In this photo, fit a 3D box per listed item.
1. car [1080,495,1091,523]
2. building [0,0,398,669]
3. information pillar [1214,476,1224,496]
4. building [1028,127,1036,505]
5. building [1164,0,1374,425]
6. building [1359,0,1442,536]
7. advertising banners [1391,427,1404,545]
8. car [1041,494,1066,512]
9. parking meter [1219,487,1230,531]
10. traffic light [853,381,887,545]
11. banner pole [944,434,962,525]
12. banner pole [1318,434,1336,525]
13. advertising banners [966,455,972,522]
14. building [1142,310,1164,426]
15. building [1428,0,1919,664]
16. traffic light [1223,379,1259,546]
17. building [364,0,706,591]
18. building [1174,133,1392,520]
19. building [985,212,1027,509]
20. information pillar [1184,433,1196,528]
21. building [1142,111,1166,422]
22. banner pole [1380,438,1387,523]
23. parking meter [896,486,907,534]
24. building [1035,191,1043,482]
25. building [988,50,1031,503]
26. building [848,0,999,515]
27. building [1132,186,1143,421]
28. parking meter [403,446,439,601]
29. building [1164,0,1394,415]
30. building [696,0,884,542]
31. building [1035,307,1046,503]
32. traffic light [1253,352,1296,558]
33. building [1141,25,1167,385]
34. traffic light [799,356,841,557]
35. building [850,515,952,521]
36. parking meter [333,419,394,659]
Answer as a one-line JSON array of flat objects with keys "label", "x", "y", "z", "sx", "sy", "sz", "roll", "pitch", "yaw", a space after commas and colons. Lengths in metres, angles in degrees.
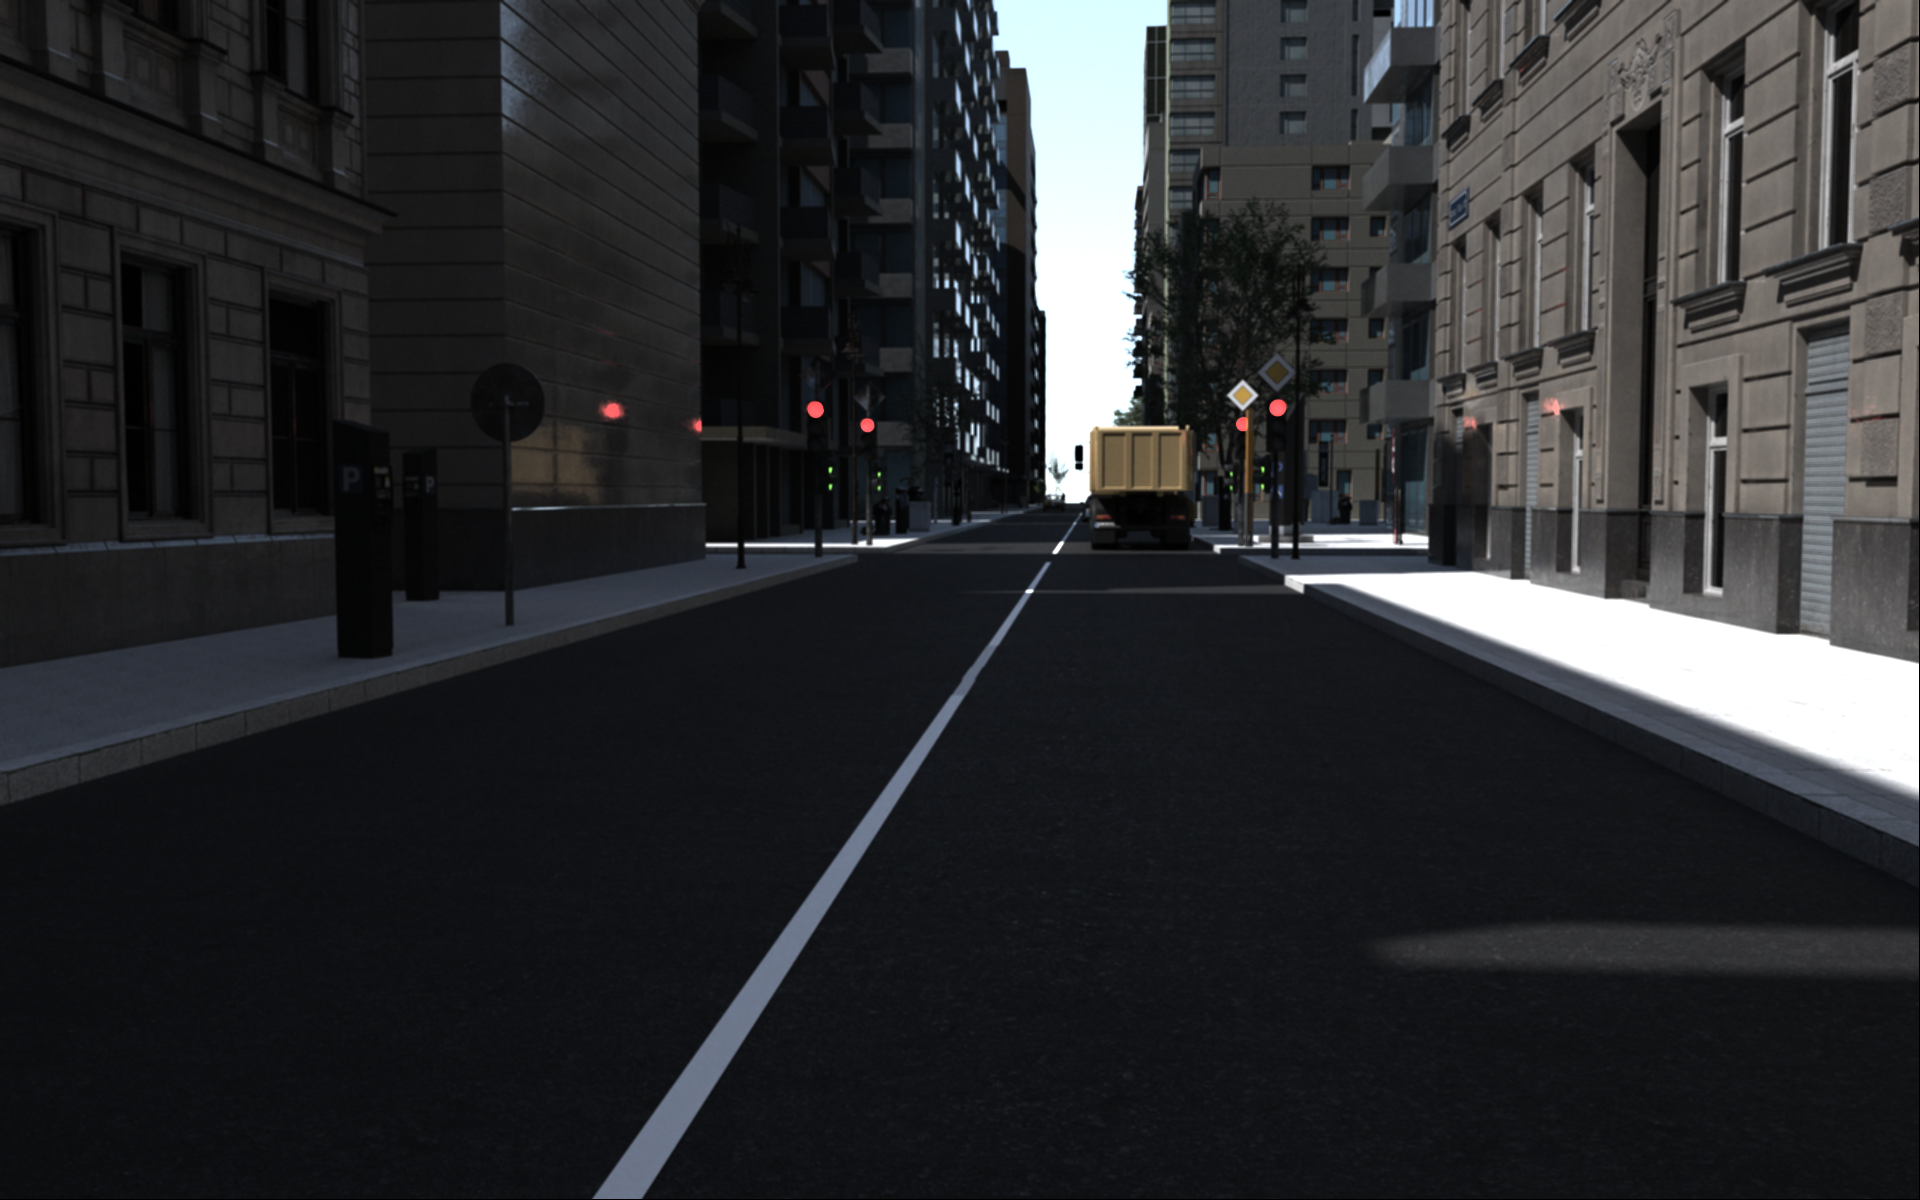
[{"label": "car", "x": 7.105, "y": -4.639, "z": 87.854, "sx": 2.014, "sy": 1.417, "sz": 4.499, "roll": 0, "pitch": 4, "yaw": 3}, {"label": "building", "x": -11.901, "y": -8.923, "z": 10.522, "sx": 10.561, "sy": 19.102, "sz": 19.286, "roll": 0, "pitch": 4, "yaw": 4}, {"label": "information pillar", "x": 10.423, "y": -3.995, "z": 69.807, "sx": 0.304, "sy": 2.012, "sz": 0.304, "roll": -2, "pitch": 4, "yaw": -23}, {"label": "building", "x": -1.704, "y": -36.082, "z": 213.645, "sx": 21.300, "sy": 48.544, "sz": 21.600, "roll": 0, "pitch": 4, "yaw": 4}, {"label": "building", "x": 22.066, "y": -27.109, "z": 126.834, "sx": 14.154, "sy": 41.232, "sz": 14.086, "roll": 0, "pitch": 4, "yaw": 4}, {"label": "building", "x": 28.362, "y": -26.598, "z": 54.492, "sx": 30.456, "sy": 49.044, "sz": 23.786, "roll": 0, "pitch": 4, "yaw": 4}, {"label": "advertising banners", "x": 11.192, "y": -2.947, "z": 44.364, "sx": 0.090, "sy": 3.025, "sz": 2.074, "roll": 0, "pitch": 4, "yaw": 7}, {"label": "car", "x": 7.758, "y": -8.143, "z": 143.359, "sx": 2.015, "sy": 1.641, "sz": 3.980, "roll": 0, "pitch": 4, "yaw": 5}, {"label": "parking meter", "x": 9.297, "y": -3.211, "z": 60.906, "sx": 0.372, "sy": 1.533, "sz": 0.369, "roll": 0, "pitch": 3, "yaw": 0}, {"label": "traffic light", "x": -2.245, "y": -3.316, "z": 43.142, "sx": 0.839, "sy": 4.253, "sz": 0.868, "roll": 0, "pitch": 4, "yaw": 4}, {"label": "banner pole", "x": -0.328, "y": -5.047, "z": 72.528, "sx": 0.863, "sy": 3.779, "sz": 0.401, "roll": 2, "pitch": 4, "yaw": 29}, {"label": "banner pole", "x": 15.301, "y": -5.030, "z": 72.264, "sx": 0.863, "sy": 3.779, "sz": 0.401, "roll": -1, "pitch": 4, "yaw": -21}, {"label": "advertising banners", "x": 0.389, "y": -5.058, "z": 78.882, "sx": 0.090, "sy": 3.025, "sz": 2.074, "roll": 0, "pitch": 4, "yaw": 7}, {"label": "building", "x": 32.880, "y": -20.273, "z": 176.503, "sx": 27.650, "sy": 21.520, "sz": 28.899, "roll": 0, "pitch": 4, "yaw": 4}, {"label": "building", "x": 13.438, "y": -13.565, "z": 19.058, "sx": 12.463, "sy": 27.353, "sz": 25.104, "roll": 0, "pitch": 4, "yaw": 4}, {"label": "traffic light", "x": 6.890, "y": -3.274, "z": 42.450, "sx": 0.839, "sy": 4.253, "sz": 0.868, "roll": 0, "pitch": 4, "yaw": 4}, {"label": "building", "x": -17.543, "y": -14.157, "z": 28.733, "sx": 25.104, "sy": 27.353, "sz": 12.463, "roll": 0, "pitch": 4, "yaw": 4}, {"label": "building", "x": 26.924, "y": -15.584, "z": 99.831, "sx": 27.650, "sy": 21.520, "sz": 28.899, "roll": 0, "pitch": 4, "yaw": 4}, {"label": "building", "x": -9.992, "y": -28.730, "z": 161.618, "sx": 32.217, "sy": 40.220, "sz": 23.993, "roll": 0, "pitch": 4, "yaw": 4}, {"label": "information pillar", "x": 8.798, "y": -4.585, "z": 66.311, "sx": 0.504, "sy": 3.616, "sz": 0.183, "roll": 3, "pitch": 5, "yaw": 40}, {"label": "building", "x": 33.619, "y": -36.161, "z": 214.933, "sx": 21.300, "sy": 48.544, "sz": 21.600, "roll": 0, "pitch": 4, "yaw": 4}, {"label": "banner pole", "x": 19.042, "y": -5.360, "z": 77.654, "sx": 0.401, "sy": 3.779, "sz": 0.863, "roll": 0, "pitch": 4, "yaw": 5}, {"label": "parking meter", "x": -1.900, "y": -2.918, "z": 56.118, "sx": 0.372, "sy": 1.533, "sz": 0.369, "roll": 0, "pitch": 3, "yaw": 0}, {"label": "building", "x": -0.610, "y": -37.920, "z": 239.602, "sx": 23.786, "sy": 49.044, "sz": 30.456, "roll": 0, "pitch": 4, "yaw": 4}, {"label": "building", "x": 0.192, "y": -32.396, "z": 179.792, "sx": 14.600, "sy": 45.320, "sz": 14.200, "roll": 0, "pitch": 4, "yaw": 4}, {"label": "building", "x": -8.502, "y": -31.460, "z": 133.979, "sx": 23.786, "sy": 49.044, "sz": 30.456, "roll": 0, "pitch": 4, "yaw": 4}, {"label": "building", "x": 35.145, "y": -35.815, "z": 240.192, "sx": 22.147, "sy": 44.769, "sz": 28.867, "roll": 0, "pitch": 4, "yaw": 4}, {"label": "parking meter", "x": -6.493, "y": -0.926, "z": 20.858, "sx": 0.255, "sy": 1.863, "sz": 0.399, "roll": 1, "pitch": 4, "yaw": 17}, {"label": "building", "x": 31.426, "y": -34.123, "z": 147.152, "sx": 28.713, "sy": 52.752, "sz": 27.495, "roll": 0, "pitch": 4, "yaw": 4}, {"label": "building", "x": -14.474, "y": -24.671, "z": 58.002, "sx": 22.147, "sy": 44.769, "sz": 28.867, "roll": 0, "pitch": 4, "yaw": 4}, {"label": "building", "x": 5.820, "y": -30.009, "z": 262.355, "sx": 14.160, "sy": 30.474, "sz": 14.107, "roll": 0, "pitch": 4, "yaw": 4}, {"label": "traffic light", "x": 6.271, "y": -2.787, "z": 34.489, "sx": 0.839, "sy": 4.253, "sz": 0.868, "roll": 0, "pitch": 4, "yaw": 4}, {"label": "building", "x": 36.061, "y": -50.510, "z": 264.082, "sx": 20.563, "sy": 71.187, "sz": 20.611, "roll": 0, "pitch": 4, "yaw": 4}, {"label": "traffic light", "x": -2.864, "y": -2.829, "z": 35.181, "sx": 0.839, "sy": 4.253, "sz": 0.868, "roll": 0, "pitch": 4, "yaw": 4}, {"label": "building", "x": -10.655, "y": -29.093, "z": 95.280, "sx": 23.786, "sy": 49.044, "sz": 30.456, "roll": 0, "pitch": 4, "yaw": 4}, {"label": "parking meter", "x": -4.677, "y": -0.482, "z": 13.599, "sx": 0.399, "sy": 1.863, "sz": 0.255, "roll": 1, "pitch": 4, "yaw": 19}]
